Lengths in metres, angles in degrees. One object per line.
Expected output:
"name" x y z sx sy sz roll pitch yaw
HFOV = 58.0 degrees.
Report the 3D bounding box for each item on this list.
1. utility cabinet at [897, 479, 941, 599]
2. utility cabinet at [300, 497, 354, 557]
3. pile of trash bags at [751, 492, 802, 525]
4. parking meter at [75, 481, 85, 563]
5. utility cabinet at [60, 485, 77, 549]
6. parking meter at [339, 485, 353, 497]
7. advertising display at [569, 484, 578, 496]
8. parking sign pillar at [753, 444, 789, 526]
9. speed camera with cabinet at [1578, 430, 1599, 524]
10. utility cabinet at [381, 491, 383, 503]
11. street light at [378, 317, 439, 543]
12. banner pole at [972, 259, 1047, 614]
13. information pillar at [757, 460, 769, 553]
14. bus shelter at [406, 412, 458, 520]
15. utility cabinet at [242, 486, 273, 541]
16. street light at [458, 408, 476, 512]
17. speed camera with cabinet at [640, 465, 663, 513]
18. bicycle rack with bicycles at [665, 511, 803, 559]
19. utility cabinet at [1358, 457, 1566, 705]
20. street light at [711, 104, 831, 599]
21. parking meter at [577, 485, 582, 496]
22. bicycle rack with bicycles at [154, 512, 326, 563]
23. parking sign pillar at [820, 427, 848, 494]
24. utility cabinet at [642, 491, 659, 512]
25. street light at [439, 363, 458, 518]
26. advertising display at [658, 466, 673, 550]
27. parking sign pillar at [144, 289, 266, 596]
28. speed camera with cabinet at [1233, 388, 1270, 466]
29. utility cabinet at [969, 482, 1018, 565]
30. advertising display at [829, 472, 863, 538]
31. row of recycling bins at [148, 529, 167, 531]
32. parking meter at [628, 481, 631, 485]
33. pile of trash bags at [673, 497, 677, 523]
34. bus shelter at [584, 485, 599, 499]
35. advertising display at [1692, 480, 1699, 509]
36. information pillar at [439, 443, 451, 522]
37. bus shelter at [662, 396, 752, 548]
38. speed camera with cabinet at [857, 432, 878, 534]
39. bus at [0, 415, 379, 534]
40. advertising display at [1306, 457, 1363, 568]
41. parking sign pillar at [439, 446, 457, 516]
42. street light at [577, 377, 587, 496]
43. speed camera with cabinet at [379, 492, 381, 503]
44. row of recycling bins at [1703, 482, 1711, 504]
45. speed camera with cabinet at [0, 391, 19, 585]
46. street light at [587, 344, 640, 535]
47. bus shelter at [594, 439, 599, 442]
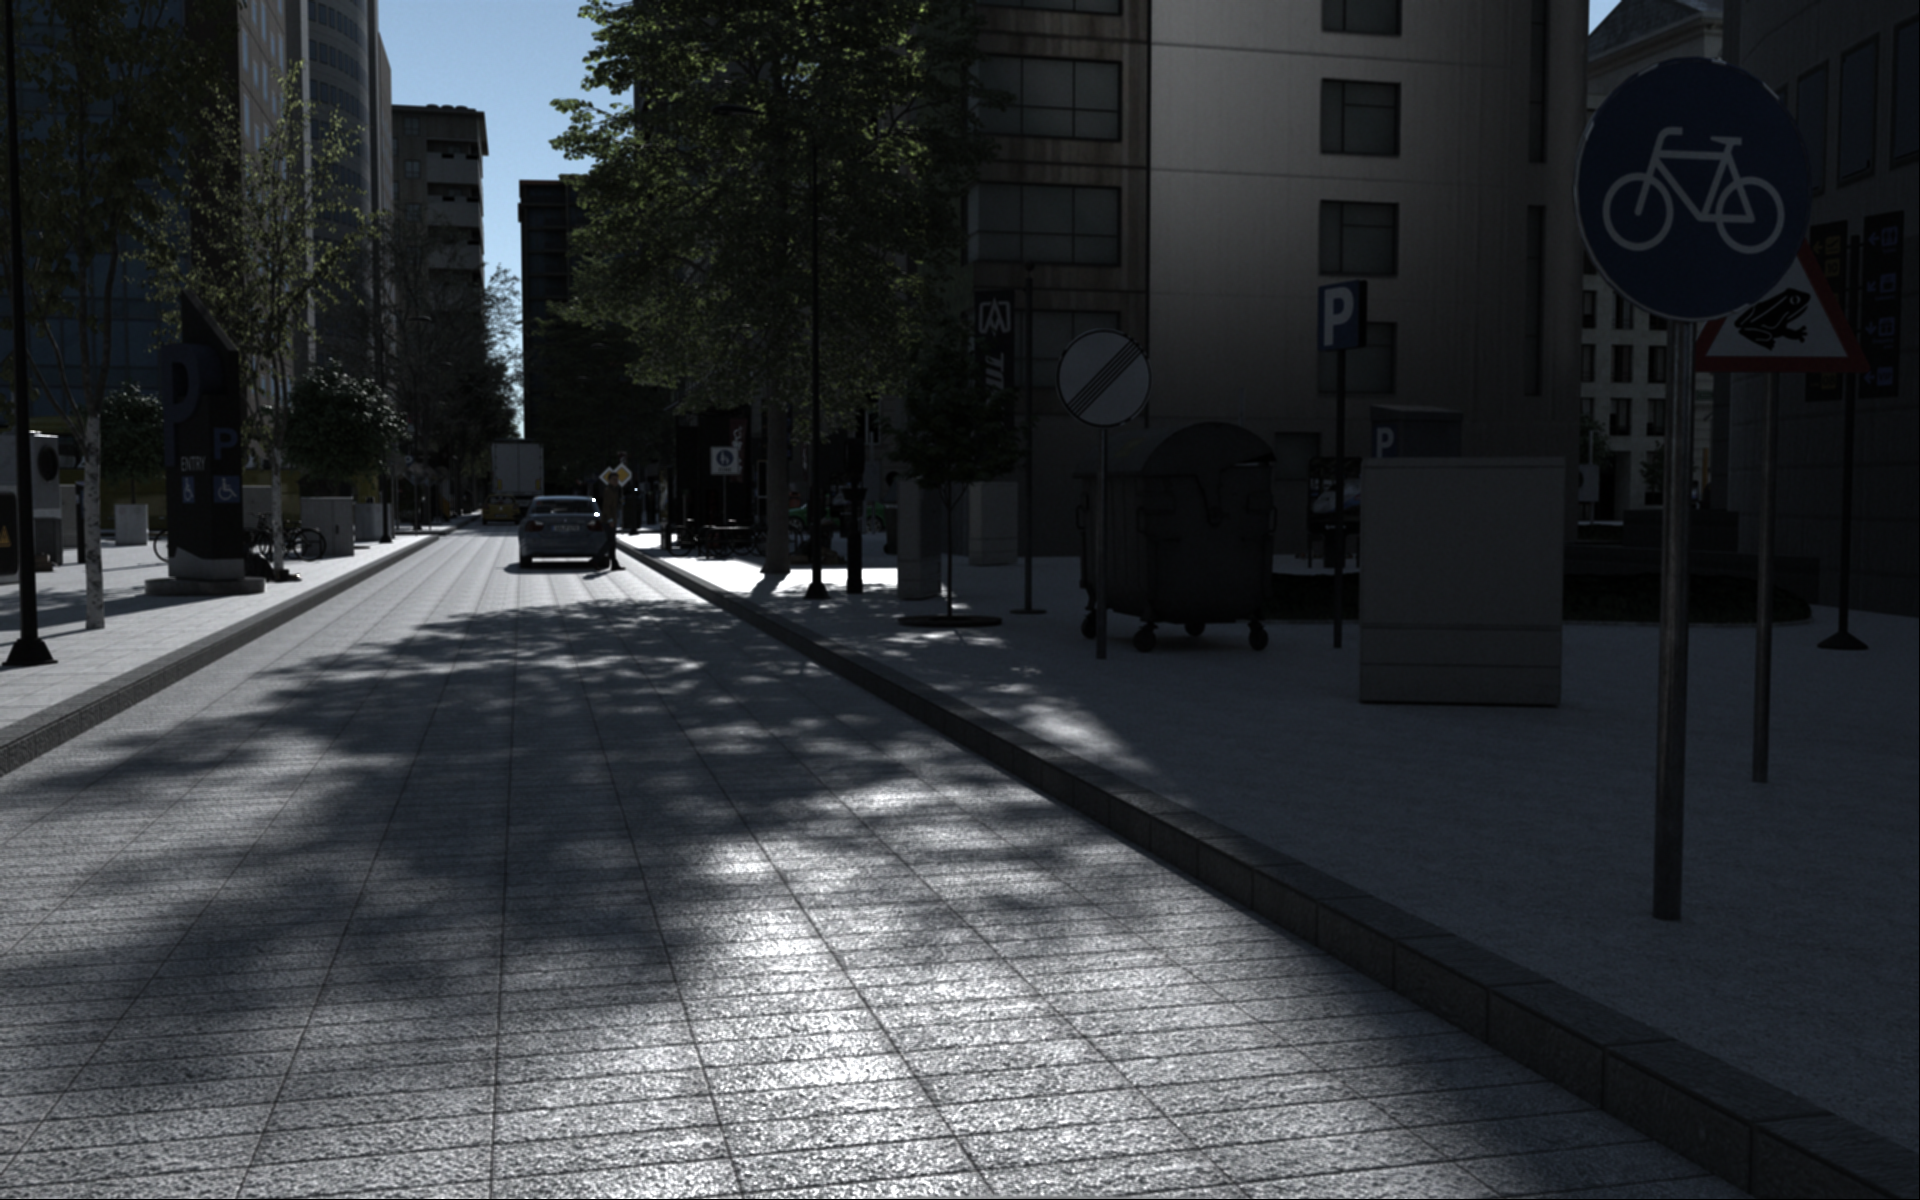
"utility cabinet" -0.486 -0.778 21.403 0.318 1.500 1.173 1 4 11
"utility cabinet" -13.063 -1.504 35.760 1.020 1.237 0.306 -1 4 -19
"pile of trash bags" -8.104 -3.709 70.389 3.447 1.369 1.912 -2 4 -24
"parking meter" -16.270 -1.461 32.304 0.372 1.533 0.369 0 3 0
"utility cabinet" -20.913 -1.919 40.048 0.318 1.500 1.173 2 4 29
"parking meter" -16.510 -2.332 46.546 0.372 1.533 0.369 0 3 0
"advertising display" -26.386 -6.915 118.270 0.123 1.923 0.974 1 4 18
"parking sign pillar" -7.347 -4.836 67.546 1.447 3.967 1.447 -2 4 -30
"speed camera with cabinet" 19.165 -3.672 54.367 0.660 3.252 2.038 -1 4 -18
"utility cabinet" -34.666 -5.852 104.359 0.318 1.500 1.173 -2 4 -26
"street light" -14.555 -4.458 45.437 1.470 5.913 1.316 -1 4 -14
"banner pole" 0.523 -1.752 18.670 0.863 3.779 0.401 1 4 23
"information pillar" -4.190 -2.026 37.625 0.304 2.012 0.304 2 4 34
"bus shelter" -26.748 -6.744 87.889 2.179 5.291 8.768 -1 4 -14
"utility cabinet" -18.820 -2.270 45.796 1.173 1.500 0.318 -2 4 -30
"street light" -26.859 -7.410 93.690 1.470 5.913 1.316 -1 4 -14
"speed camera with cabinet" -20.815 -7.568 118.079 0.660 3.252 2.038 -3 5 -39
"bicycle rack with bicycles" -4.510 -1.335 35.216 2.925 0.926 2.852 -1 4 -12
"utility cabinet" 3.047 -0.116 10.582 1.173 1.500 0.318 1 4 10
"street light" -2.280 -2.959 20.927 1.470 5.913 1.316 -1 4 -14
"parking meter" -25.583 -6.789 116.705 0.255 1.863 0.399 1 4 18
"bicycle rack with bicycles" -13.483 -1.216 33.262 2.925 0.926 2.852 1 4 11
"parking sign pillar" -4.850 -4.650 64.502 1.447 3.967 1.447 -2 4 -24
"utility cabinet" -22.405 -7.127 125.207 1.173 1.500 0.318 -1 4 -18
"street light" -18.683 -5.428 61.296 1.470 5.913 1.316 -1 4 -14
"advertising display" -6.768 -2.118 39.846 0.123 1.923 0.974 -1 4 -22
"parking sign pillar" -9.769 -2.071 22.333 1.447 3.967 1.447 3 5 42
"speed camera with cabinet" 5.036 -2.281 31.634 0.660 3.252 2.038 2 4 32
"utility cabinet" 0.595 -1.380 31.248 0.318 1.500 1.173 2 4 34
"advertising display" -3.346 -2.797 50.949 0.974 1.923 0.123 0 4 3
"row of recycling bins" -28.074 -3.358 62.010 1.069 1.692 3.534 1 4 12
"parking meter" -15.022 -4.447 78.426 0.255 1.863 0.399 -1 4 -9
"pile of trash bags" -11.779 -4.089 76.600 1.912 1.369 3.447 -1 4 -17
"bus shelter" -22.496 -7.030 106.227 1.731 3.624 6.357 -1 4 -14
"advertising display" 34.211 -4.666 81.501 0.974 1.923 0.123 2 4 33
"information pillar" -23.692 -5.397 79.595 0.504 3.616 0.183 1 4 14
"bus shelter" -6.536 -3.262 44.618 1.731 3.624 6.357 -1 4 -14
"speed camera with cabinet" -3.244 -3.748 55.620 0.660 3.252 2.038 -2 4 -23
"bus" -25.148 -3.914 55.541 12.252 3.916 2.896 -1 4 -14
"advertising display" 6.510 -1.521 30.075 0.974 1.923 0.123 0 4 -3
"parking sign pillar" -28.787 -6.605 96.457 1.447 3.967 1.447 -3 5 -40
"street light" -14.518 -5.904 69.072 1.470 5.913 1.316 -1 4 -14
"speed camera with cabinet" -41.943 -8.042 125.830 2.038 3.252 0.660 -2 4 -30
"row of recycling bins" 22.509 -2.559 48.946 1.069 1.692 3.534 -1 4 -23
"speed camera with cabinet" -13.781 -1.875 24.987 0.660 3.252 2.038 0 3 0
"street light" -10.732 -4.976 53.899 1.470 5.913 1.316 -1 4 -14
"bus shelter" -26.310 -8.960 124.122 2.179 5.291 8.768 -1 4 -14
